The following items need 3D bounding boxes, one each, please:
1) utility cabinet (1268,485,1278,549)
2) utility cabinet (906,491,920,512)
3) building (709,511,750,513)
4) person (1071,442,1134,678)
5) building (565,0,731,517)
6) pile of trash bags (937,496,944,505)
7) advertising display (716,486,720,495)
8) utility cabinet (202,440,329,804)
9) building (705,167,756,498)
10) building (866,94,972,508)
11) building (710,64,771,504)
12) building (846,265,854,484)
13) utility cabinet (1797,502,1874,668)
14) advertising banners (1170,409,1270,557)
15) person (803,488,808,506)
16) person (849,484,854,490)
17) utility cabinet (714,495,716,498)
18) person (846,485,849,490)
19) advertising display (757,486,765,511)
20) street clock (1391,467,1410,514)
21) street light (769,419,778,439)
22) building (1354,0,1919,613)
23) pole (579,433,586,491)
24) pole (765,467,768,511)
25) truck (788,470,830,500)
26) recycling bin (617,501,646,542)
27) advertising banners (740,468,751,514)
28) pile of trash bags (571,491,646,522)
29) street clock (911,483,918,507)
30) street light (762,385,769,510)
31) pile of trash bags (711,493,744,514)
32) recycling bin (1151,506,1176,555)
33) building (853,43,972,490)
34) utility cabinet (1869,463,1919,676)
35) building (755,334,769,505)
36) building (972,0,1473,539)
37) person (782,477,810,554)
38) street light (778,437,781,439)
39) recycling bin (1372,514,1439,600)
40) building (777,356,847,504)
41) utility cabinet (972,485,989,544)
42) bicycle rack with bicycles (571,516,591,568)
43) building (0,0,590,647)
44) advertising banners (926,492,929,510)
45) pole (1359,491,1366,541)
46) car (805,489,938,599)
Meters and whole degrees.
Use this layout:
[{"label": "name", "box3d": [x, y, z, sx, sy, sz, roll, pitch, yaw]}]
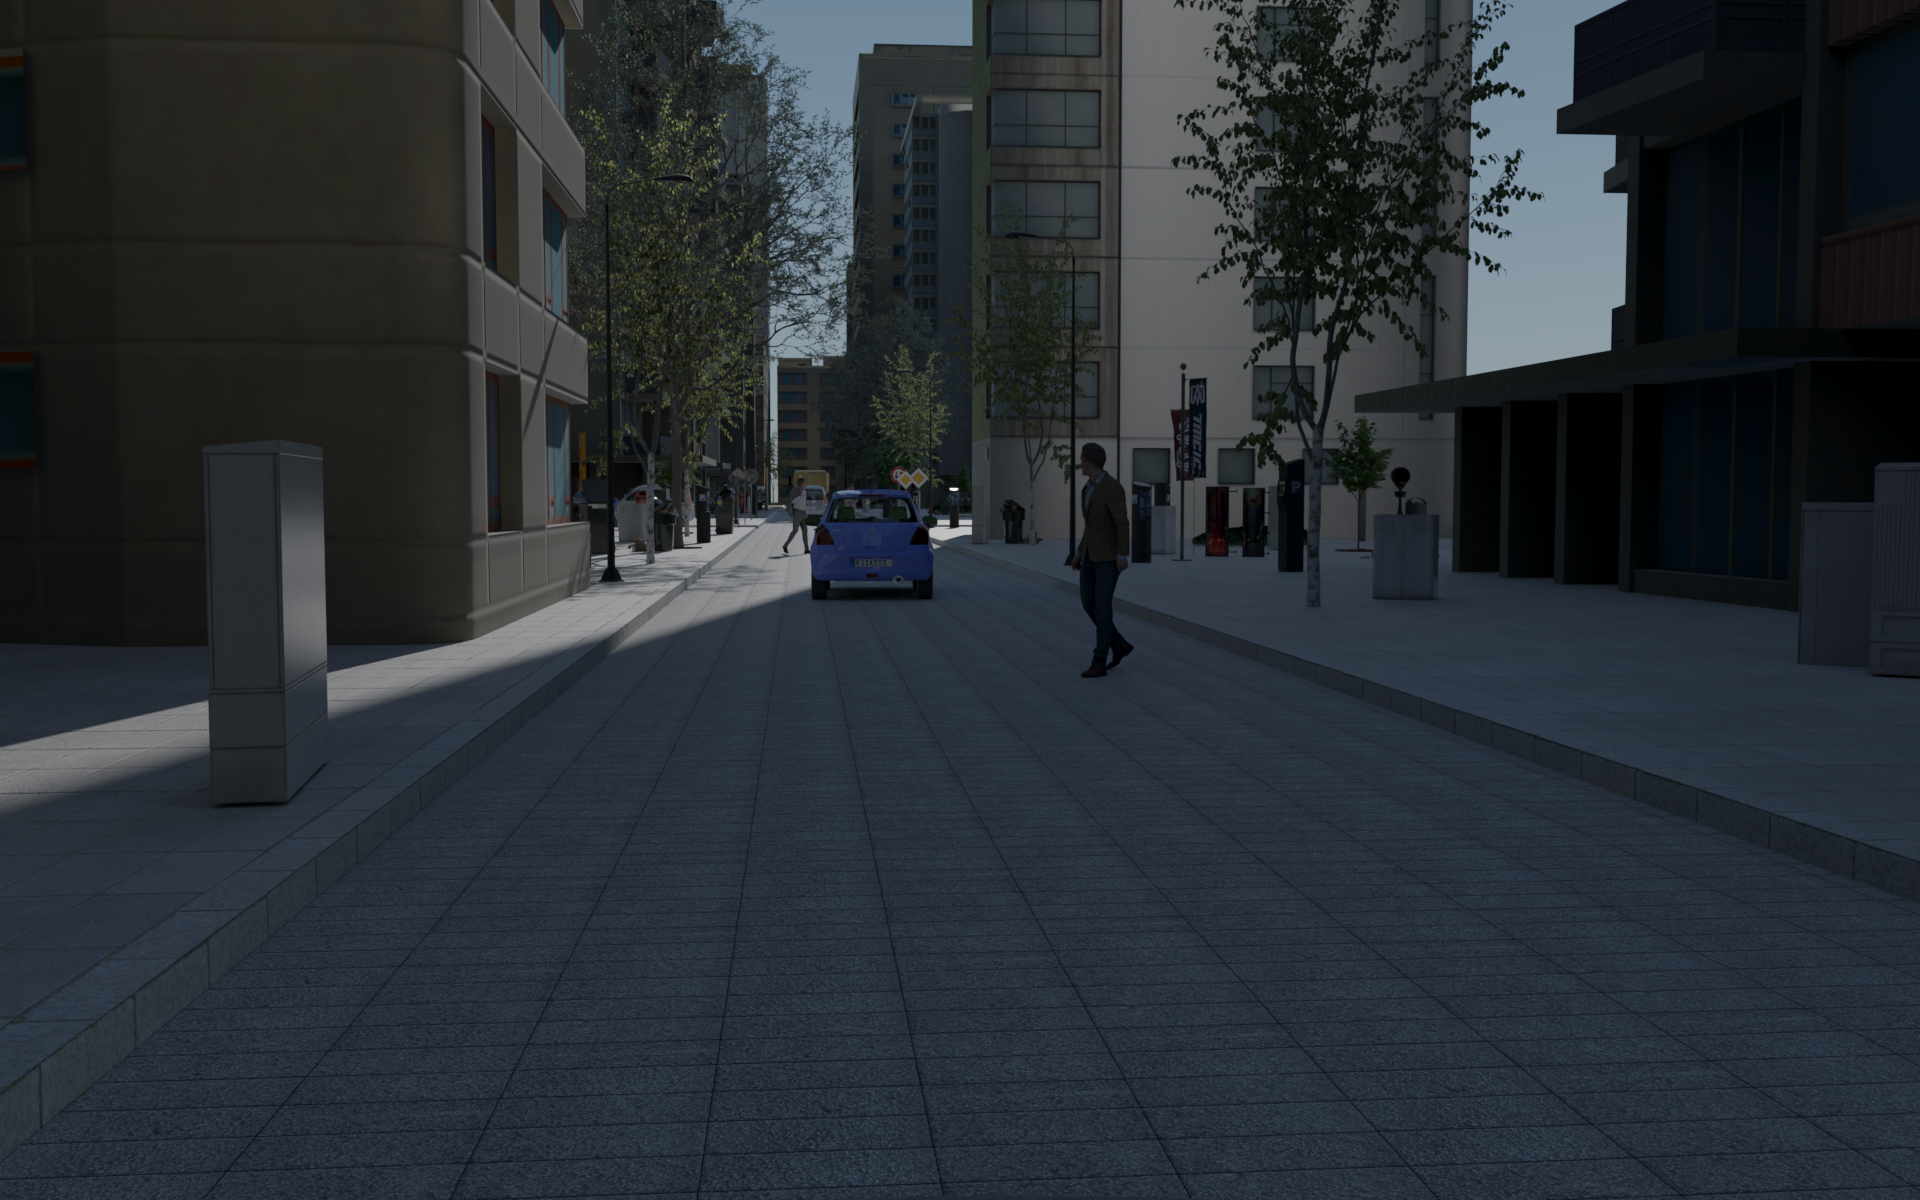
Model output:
[{"label": "utility cabinet", "box3d": [7.391, -1.900, 39.740, 0.318, 1.500, 1.173, -1, 4, -9]}, {"label": "utility cabinet", "box3d": [-3.389, -6.996, 123.063, 1.173, 1.500, 0.318, 2, 4, 35]}, {"label": "building", "box3d": [-31.479, -26.461, 124.516, 32.217, 40.220, 23.993, 0, 4, -5]}, {"label": "person", "box3d": [1.123, -0.331, 13.818, 0.656, 1.842, 0.836, 2, 4, 34]}, {"label": "building", "box3d": [-23.368, -26.559, 88.860, 22.147, 44.769, 28.867, 0, 4, -5]}, {"label": "pile of trash bags", "box3d": [-0.853, -8.446, 147.846, 1.912, 1.369, 3.447, 1, 4, 16]}, {"label": "advertising display", "box3d": [-20.091, -8.573, 145.375, 0.974, 1.923, 0.123, 3, 4, 36]}, {"label": "utility cabinet", "box3d": [-3.038, 0.066, 7.603, 0.318, 1.500, 1.173, -1, 4, -12]}, {"label": "building", "box3d": [-25.601, -23.455, 155.198, 14.160, 30.474, 14.107, 0, 4, -5]}, {"label": "building", "box3d": [7.457, -28.782, 162.462, 32.217, 40.220, 23.993, 0, 4, -5]}, {"label": "building", "box3d": [-40.520, -42.698, 240.118, 28.212, 58.520, 21.231, 0, 4, -5]}, {"label": "building", "box3d": [-7.238, -27.233, 216.955, 14.160, 30.474, 14.107, 0, 4, -5]}, {"label": "utility cabinet", "box3d": [6.818, -0.104, 12.865, 1.020, 1.237, 0.306, 2, 4, 34]}, {"label": "advertising banners", "box3d": [5.296, -2.399, 35.416, 2.074, 3.025, 0.090, 1, 4, 22]}, {"label": "person", "box3d": [-7.420, -4.498, 81.411, 0.474, 1.900, 0.648, 1, 4, 10]}, {"label": "person", "box3d": [-3.945, -3.304, 62.695, 0.511, 1.800, 0.466, -2, 4, -28]}, {"label": "utility cabinet", "box3d": [-20.285, -8.282, 146.579, 1.020, 1.237, 0.306, 1, 4, 15]}, {"label": "person", "box3d": [-4.730, -3.946, 73.039, 0.654, 1.822, 0.581, -2, 4, -27]}, {"label": "advertising display", "box3d": [-15.577, -7.929, 134.854, 0.974, 1.923, 0.123, -2, 4, -32]}, {"label": "street clock", "box3d": [11.795, -2.560, 46.420, 0.471, 2.002, 0.358, 0, 4, -3]}, {"label": "street light", "box3d": [-12.186, -8.243, 107.317, 1.470, 5.913, 1.316, 0, 4, -5]}, {"label": "building", "box3d": [18.880, -22.086, 15.731, 22.147, 44.769, 28.867, 0, 4, -5]}, {"label": "pole", "box3d": [-12.551, -3.901, 57.626, 0.158, 3.312, 0.155, 0, 3, 0]}, {"label": "pole", "box3d": [-14.705, -8.432, 131.703, 0.158, 3.312, 0.155, 0, 3, 0]}, {"label": "truck", "box3d": [-12.044, -8.802, 139.836, 3.469, 3.379, 9.791, 0, 4, -7]}, {"label": "recycling bin", "box3d": [-8.787, -2.103, 46.940, 0.722, 1.027, 0.722, 1, 4, 15]}, {"label": "advertising banners", "box3d": [-14.113, -7.211, 114.086, 0.090, 3.025, 2.074, 1, 4, 14]}, {"label": "pile of trash bags", "box3d": [-11.305, -2.715, 54.136, 3.447, 1.369, 1.912, -1, 4, -11]}, {"label": "street clock", "box3d": [-2.091, -4.646, 80.531, 0.358, 2.002, 0.471, -2, 4, -23]}, {"label": "street light", "box3d": [-8.957, -6.160, 73.257, 1.470, 5.913, 1.316, 0, 4, -5]}, {"label": "pile of trash bags", "box3d": [-15.408, -6.179, 110.786, 3.447, 1.369, 1.912, 1, 4, 16]}, {"label": "recycling bin", "box3d": [4.176, -1.500, 37.079, 0.722, 1.027, 0.722, 2, 4, 27]}, {"label": "building", "box3d": [-0.394, -34.313, 184.717, 21.300, 48.544, 21.600, 0, 4, -5]}, {"label": "utility cabinet", "box3d": [6.946, -0.198, 11.908, 1.173, 1.500, 0.318, 2, 4, 34]}, {"label": "building", "box3d": [-37.860, -22.221, 208.348, 28.899, 21.520, 27.650, 0, 4, -5]}, {"label": "building", "box3d": [7.208, -22.727, 55.177, 14.154, 41.232, 14.086, 0, 4, -5]}, {"label": "person", "box3d": [-3.878, -2.007, 41.418, 0.850, 1.850, 0.679, 2, 4, 24]}, {"label": "street light", "box3d": [-15.360, -10.366, 142.027, 1.470, 5.913, 1.316, 0, 4, -5]}, {"label": "recycling bin", "box3d": [5.487, -0.535, 21.304, 0.722, 1.027, 0.722, 1, 4, 20]}, {"label": "building", "box3d": [-11.413, -24.622, 247.616, 28.899, 21.520, 27.650, 0, 4, -5]}, {"label": "utility cabinet", "box3d": [0.515, -2.203, 44.705, 0.318, 1.500, 1.173, 1, 4, 8]}, {"label": "bicycle rack with bicycles", "box3d": [-7.319, -0.940, 28.759, 2.852, 0.926, 2.925, 0, 4, -3]}, {"label": "building", "box3d": [-17.493, -9.930, 7.397, 27.650, 21.520, 28.899, 0, 4, -5]}, {"label": "advertising banners", "box3d": [-2.549, -8.832, 140.584, 0.090, 3.025, 2.074, 1, 4, 9]}, {"label": "pole", "box3d": [10.893, -3.242, 46.847, 0.158, 3.312, 0.155, 0, 3, 0]}, {"label": "car", "box3d": [-1.271, -0.935, 24.884, 1.945, 1.707, 3.694, 0, 4, -3]}]
